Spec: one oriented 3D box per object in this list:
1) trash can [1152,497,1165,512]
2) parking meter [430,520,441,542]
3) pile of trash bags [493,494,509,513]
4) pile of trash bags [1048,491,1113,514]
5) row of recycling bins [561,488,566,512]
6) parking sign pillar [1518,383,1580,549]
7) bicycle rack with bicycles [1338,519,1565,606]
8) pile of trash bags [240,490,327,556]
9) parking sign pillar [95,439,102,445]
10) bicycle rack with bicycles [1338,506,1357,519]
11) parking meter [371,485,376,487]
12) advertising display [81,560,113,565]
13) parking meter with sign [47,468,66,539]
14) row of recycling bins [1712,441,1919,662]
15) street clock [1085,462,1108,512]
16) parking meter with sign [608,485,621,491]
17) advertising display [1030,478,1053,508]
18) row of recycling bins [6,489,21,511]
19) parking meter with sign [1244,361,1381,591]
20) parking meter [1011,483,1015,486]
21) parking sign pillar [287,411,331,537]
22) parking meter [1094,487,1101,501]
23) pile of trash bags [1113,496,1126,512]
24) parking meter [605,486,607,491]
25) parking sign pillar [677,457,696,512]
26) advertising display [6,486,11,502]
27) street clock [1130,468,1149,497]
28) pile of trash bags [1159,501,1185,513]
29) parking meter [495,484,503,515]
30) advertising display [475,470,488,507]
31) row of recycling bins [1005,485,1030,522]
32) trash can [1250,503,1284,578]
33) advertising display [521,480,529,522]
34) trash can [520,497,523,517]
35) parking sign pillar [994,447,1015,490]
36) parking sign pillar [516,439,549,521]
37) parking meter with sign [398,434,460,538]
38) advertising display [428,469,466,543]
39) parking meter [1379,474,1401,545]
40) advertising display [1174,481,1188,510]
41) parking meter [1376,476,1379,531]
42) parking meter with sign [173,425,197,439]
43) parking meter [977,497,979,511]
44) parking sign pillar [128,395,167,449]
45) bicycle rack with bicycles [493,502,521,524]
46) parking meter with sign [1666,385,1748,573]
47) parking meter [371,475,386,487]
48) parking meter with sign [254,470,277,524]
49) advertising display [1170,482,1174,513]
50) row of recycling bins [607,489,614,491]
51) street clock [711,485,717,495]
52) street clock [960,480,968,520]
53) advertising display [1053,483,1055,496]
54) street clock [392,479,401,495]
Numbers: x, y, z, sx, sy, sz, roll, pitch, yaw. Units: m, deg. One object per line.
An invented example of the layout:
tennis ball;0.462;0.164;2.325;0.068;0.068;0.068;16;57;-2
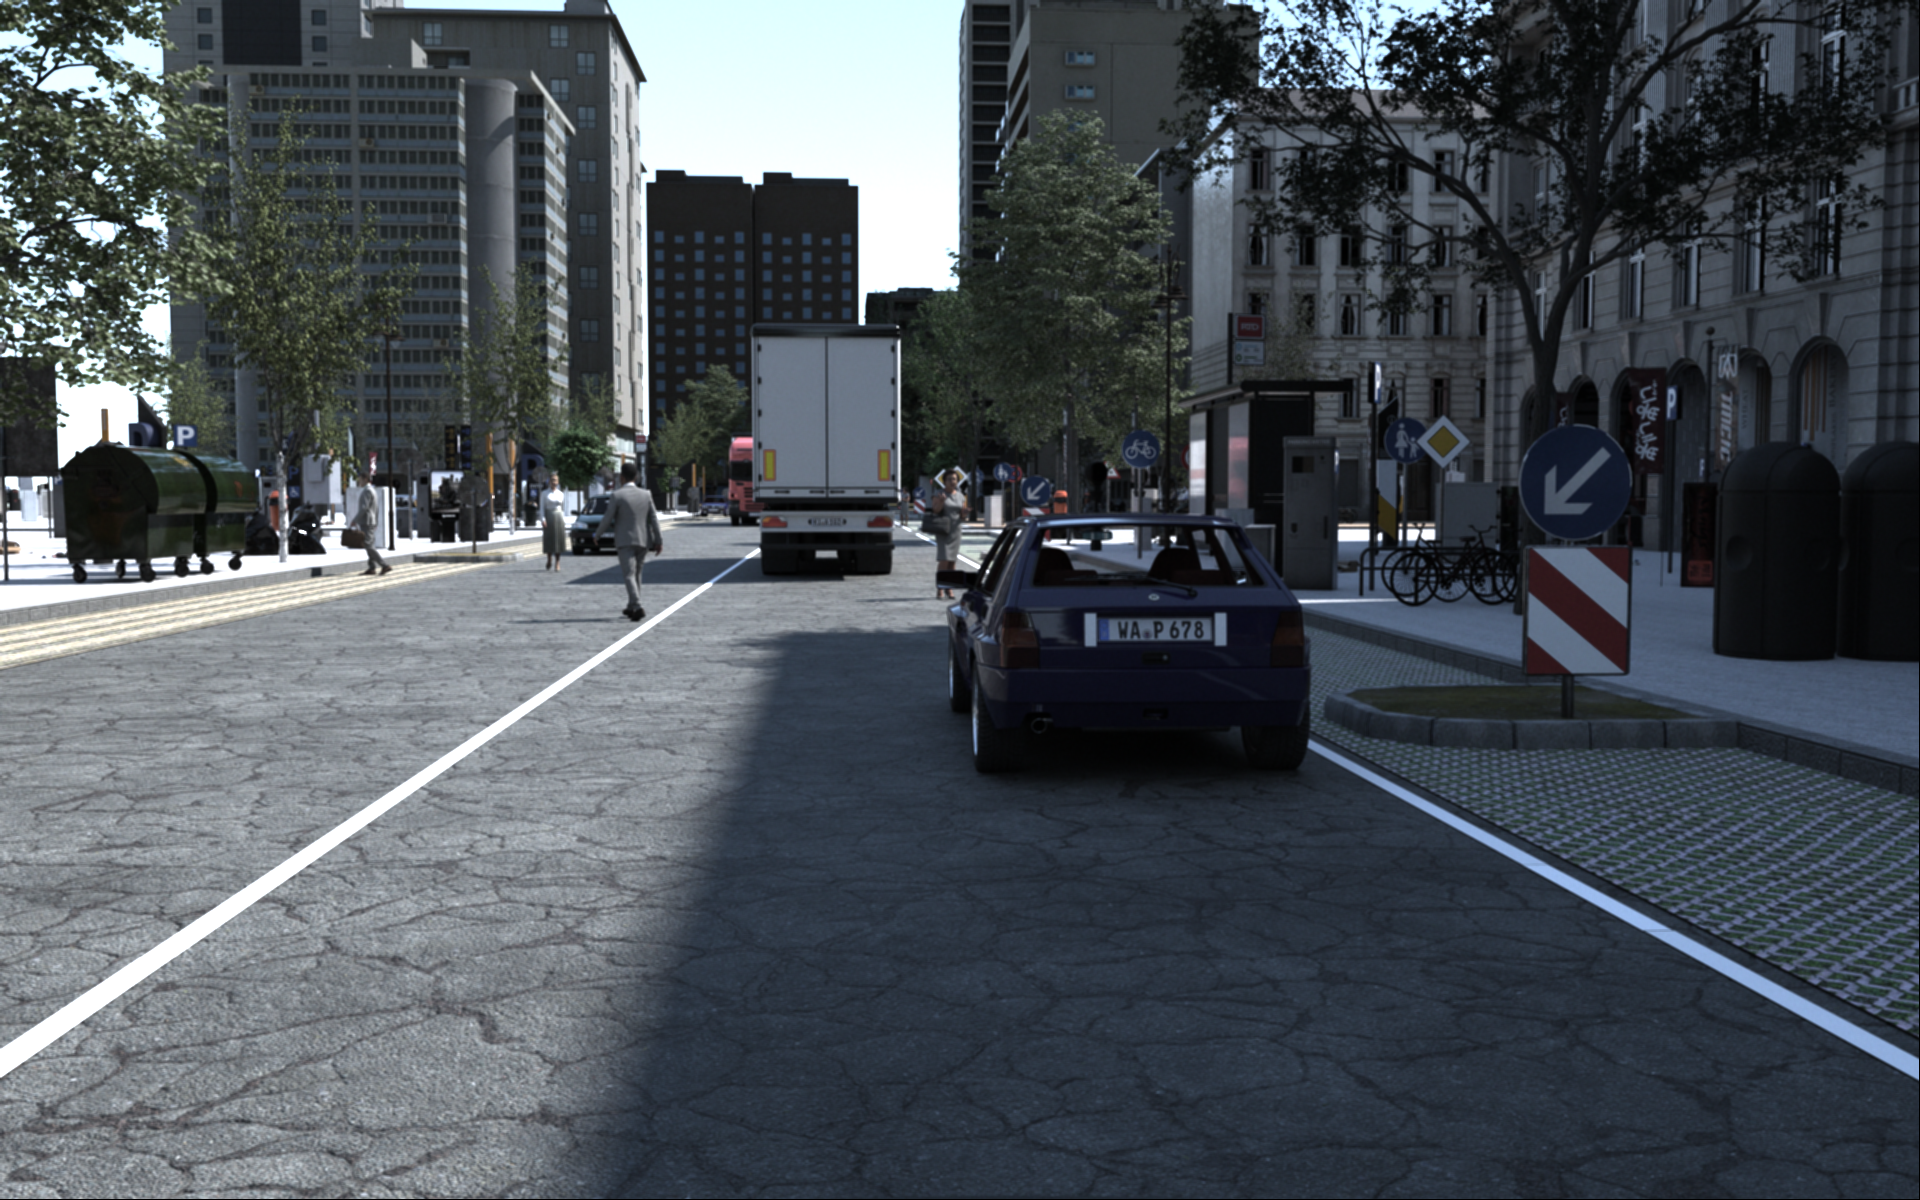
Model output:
trash can;9.590;-4.318;82.251;0.748;1.137;0.748;0;3;0
parking meter;-13.996;-2.487;46.368;0.399;1.863;0.255;3;4;38
pile of trash bags;-32.397;-6.832;121.459;1.912;1.369;3.447;-3;4;-37
pile of trash bags;3.090;-2.404;49.063;1.912;1.369;3.447;1;4;12
row of recycling bins;-29.607;-7.447;128.875;1.069;1.692;3.534;-1;4;-11
parking sign pillar;13.538;-3.144;39.873;1.447;3.967;1.447;0;4;5
bicycle rack with bicycles;6.219;-0.462;20.939;2.925;0.926;2.852;0;4;-6
pile of trash bags;-14.826;-1.705;37.635;1.912;1.369;3.447;-1;4;-22
parking sign pillar;-41.770;-5.804;83.365;1.447;3.967;1.447;1;4;8
bicycle rack with bicycles;15.767;-3.763;74.912;2.925;0.926;2.852;1;4;9
parking meter;-15.642;-2.288;45.823;0.372;1.533;0.369;0;3;0
advertising display;-15.721;-1.621;31.725;0.123;1.923;0.974;1;4;21
parking meter with sign;-26.155;-3.328;50.677;0.543;3.016;1.738;0;4;5
row of recycling bins;7.797;-0.395;13.578;3.534;1.692;1.069;0;4;2
street clock;3.085;-2.118;39.206;0.471;2.002;0.358;-2;4;-24
parking meter with sign;-23.689;-7.589;120.345;1.738;3.016;0.543;1;4;17
advertising display;3.246;-3.959;69.936;0.974;1.923;0.123;3;5;41
row of recycling bins;-71.151;-7.481;129.430;1.069;1.692;3.534;3;5;41
parking meter with sign;4.713;-1.652;23.264;1.738;3.016;0.543;1;4;22
parking meter;2.856;-5.280;92.045;0.255;1.863;0.399;0;4;0
parking sign pillar;-19.780;-3.897;52.189;1.447;3.967;1.447;0;4;5
parking meter;9.037;-6.602;113.658;0.399;1.863;0.255;2;4;29
pile of trash bags;8.146;-5.501;99.688;1.912;1.369;3.447;-2;4;-30
parking meter;-22.100;-6.228;107.543;0.399;1.863;0.255;3;5;40
parking sign pillar;-19.975;-8.452;126.668;1.447;3.967;1.447;-2;4;-28
advertising display;-73.006;-7.766;132.193;0.974;1.923;0.123;-2;4;-34
street clock;4.789;-2.547;46.214;0.471;2.002;0.358;1;4;14
pile of trash bags;7.614;-2.684;53.640;3.447;1.369;1.912;-2;4;-35
parking meter;-26.891;-5.826;100.965;0.399;1.863;0.255;-3;5;-41
advertising display;-12.928;-2.545;46.825;0.123;1.923;0.974;0;4;-2
row of recycling bins;2.820;-4.440;79.713;1.069;1.692;3.534;-1;4;-10
trash can;4.848;-0.925;26.779;0.748;1.137;0.748;0;3;0
advertising display;-19.908;-4.534;79.348;0.123;1.923;0.974;-2;4;-28
trash can;-22.148;-4.711;88.680;0.748;1.137;0.748;0;3;0
parking sign pillar;2.555;-6.561;95.736;1.447;3.967;1.447;1;4;14
parking sign pillar;-20.633;-5.848;84.081;1.447;3.967;1.447;1;4;9
parking meter with sign;-15.491;-3.317;50.494;1.738;3.016;0.543;-1;4;-10
advertising display;-13.434;-2.457;45.381;0.974;1.923;0.123;-3;5;-39
parking meter;10.791;-2.299;43.306;0.399;1.863;0.255;0;4;-5
advertising display;11.277;-5.009;87.108;0.123;1.923;0.974;-3;5;-40
parking meter;13.850;-3.159;57.368;0.399;1.863;0.255;-2;4;-29
parking meter with sign;-19.902;-2.950;44.499;0.543;3.016;1.738;-2;4;-26
parking meter;1.290;-7.571;129.496;0.399;1.863;0.255;-1;4;-18
parking sign pillar;-21.996;-3.577;46.950;1.447;3.967;1.447;3;4;38
bicycle rack with bicycles;-20.632;-3.808;75.645;2.925;0.926;2.852;-2;4;-31
parking meter with sign;12.346;-1.938;27.952;1.738;3.016;0.543;0;4;5
parking meter;-17.431;-2.832;52.018;0.399;1.863;0.255;-3;4;-38
parking meter with sign;-29.991;-4.821;75.081;1.738;3.016;0.543;-2;4;-28
advertising display;11.367;-5.383;93.232;0.123;1.923;0.974;2;4;30
row of recycling bins;-26.037;-7.514;129.969;3.534;1.692;1.069;3;4;36
street clock;-20.098;-8.374;141.476;0.358;2.002;0.471;2;4;29
street clock;0.170;-4.944;85.402;0.358;2.002;0.471;2;4;28
advertising display;4.955;-5.709;98.559;0.974;1.923;0.123;-2;4;-32
street clock;-27.842;-4.953;85.551;0.471;2.002;0.358;-1;4;-12
